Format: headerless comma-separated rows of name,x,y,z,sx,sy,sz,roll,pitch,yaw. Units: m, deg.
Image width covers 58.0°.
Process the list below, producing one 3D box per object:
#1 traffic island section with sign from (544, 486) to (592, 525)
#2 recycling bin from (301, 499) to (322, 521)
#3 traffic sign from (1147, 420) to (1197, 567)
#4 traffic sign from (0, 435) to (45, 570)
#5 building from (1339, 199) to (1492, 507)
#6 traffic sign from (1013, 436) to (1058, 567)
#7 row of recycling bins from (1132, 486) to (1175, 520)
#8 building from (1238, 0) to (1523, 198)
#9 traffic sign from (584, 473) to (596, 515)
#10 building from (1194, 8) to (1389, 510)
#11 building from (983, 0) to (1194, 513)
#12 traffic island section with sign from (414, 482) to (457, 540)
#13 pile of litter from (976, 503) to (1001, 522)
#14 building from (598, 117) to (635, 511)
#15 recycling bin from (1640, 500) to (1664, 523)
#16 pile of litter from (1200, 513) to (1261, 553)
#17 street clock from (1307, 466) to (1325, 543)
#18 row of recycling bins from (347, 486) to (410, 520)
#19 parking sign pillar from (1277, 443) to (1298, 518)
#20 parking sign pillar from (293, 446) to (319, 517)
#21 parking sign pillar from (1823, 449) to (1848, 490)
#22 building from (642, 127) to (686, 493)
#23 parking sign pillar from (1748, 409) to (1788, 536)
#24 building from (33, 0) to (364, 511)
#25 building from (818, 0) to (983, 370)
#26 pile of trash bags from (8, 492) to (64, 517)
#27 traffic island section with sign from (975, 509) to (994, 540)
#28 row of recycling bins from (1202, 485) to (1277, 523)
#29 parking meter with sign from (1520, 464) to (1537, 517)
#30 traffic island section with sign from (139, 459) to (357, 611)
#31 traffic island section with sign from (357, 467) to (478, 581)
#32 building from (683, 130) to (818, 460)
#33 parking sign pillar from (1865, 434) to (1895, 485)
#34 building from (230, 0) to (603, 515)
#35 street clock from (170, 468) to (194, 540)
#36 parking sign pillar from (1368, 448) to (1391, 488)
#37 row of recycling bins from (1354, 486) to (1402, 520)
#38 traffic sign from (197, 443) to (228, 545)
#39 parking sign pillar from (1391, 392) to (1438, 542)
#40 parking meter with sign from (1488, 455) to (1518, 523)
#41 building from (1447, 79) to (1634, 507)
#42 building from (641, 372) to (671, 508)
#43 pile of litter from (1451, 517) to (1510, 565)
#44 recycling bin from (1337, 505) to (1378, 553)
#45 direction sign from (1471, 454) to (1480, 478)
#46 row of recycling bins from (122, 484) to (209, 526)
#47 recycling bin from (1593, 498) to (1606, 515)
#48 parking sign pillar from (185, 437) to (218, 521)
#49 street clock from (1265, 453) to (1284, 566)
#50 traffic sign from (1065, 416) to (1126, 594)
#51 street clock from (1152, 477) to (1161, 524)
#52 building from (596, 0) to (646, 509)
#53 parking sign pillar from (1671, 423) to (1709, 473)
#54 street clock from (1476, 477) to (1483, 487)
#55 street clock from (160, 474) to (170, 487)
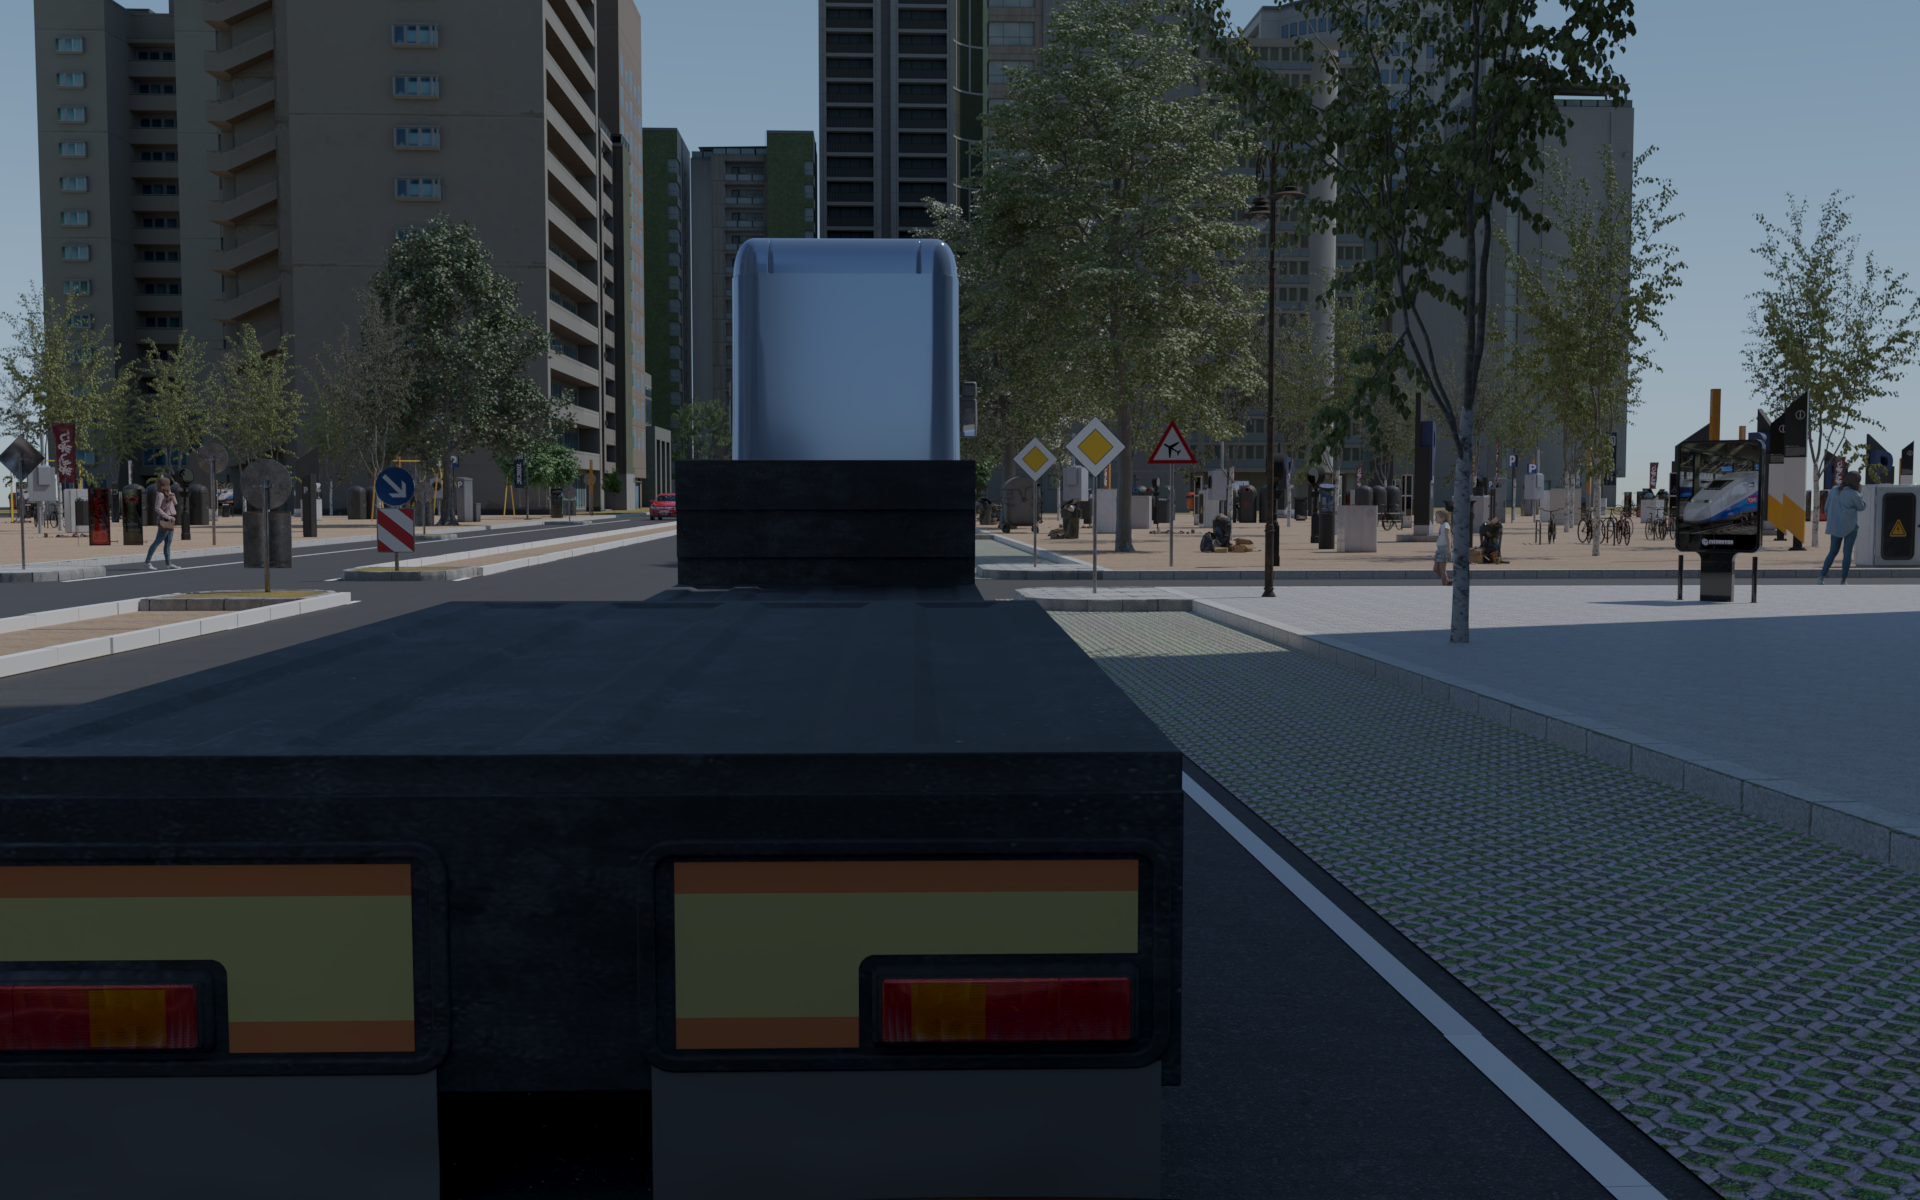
traffic island section with sign,-18.372,-4.449,81.377,1.989,1.847,2.006,0,4,-3
recycling bin,-30.984,-4.293,82.738,0.722,1.027,0.722,1,4,9
traffic sign,3.732,-1.868,30.540,0.884,2.594,0.081,0,4,0
traffic sign,-15.910,-1.574,29.372,0.795,2.450,0.064,0,4,-3
building,43.803,-24.560,173.251,14.107,30.474,14.160,0,4,-3
traffic sign,1.311,-1.628,30.264,0.795,2.450,0.064,0,4,-3
row of recycling bins,9.159,-4.780,85.264,1.069,1.692,3.534,-3,5,-44
building,47.944,-40.464,203.584,28.212,58.520,21.231,0,4,-3
traffic sign,-22.381,-6.396,104.686,0.768,2.556,0.104,0,4,5
building,16.011,-27.579,142.791,32.217,40.220,23.993,0,4,-3
building,8.518,-26.895,123.333,14.154,41.232,14.086,0,4,-3
traffic island section with sign,-16.936,-2.803,54.460,1.989,1.847,2.006,0,4,-3
pile of litter,1.289,-4.075,80.592,1.719,0.858,1.176,-3,5,-45
building,-33.063,-22.079,132.695,14.160,30.474,14.107,0,4,-3
recycling bin,30.463,-3.894,76.218,0.722,1.027,0.722,-3,4,-39
pile of litter,6.017,-1.491,38.343,1.719,0.858,1.176,-2,4,-28
street clock,9.267,-2.479,45.099,0.358,2.002,0.471,-2,4,-27
row of recycling bins,-29.477,-4.949,88.024,1.069,1.692,3.534,2,4,34
parking sign pillar,17.261,-6.310,91.647,1.447,3.967,1.447,2,4,34
parking sign pillar,-36.442,-6.611,96.557,1.447,3.967,1.447,-3,4,-37
parking sign pillar,51.781,-6.968,102.396,1.447,3.967,1.447,1,4,22
building,-37.978,-31.351,196.188,14.086,41.232,14.154,0,4,-3
parking sign pillar,25.060,-4.008,54.006,1.447,3.967,1.447,0,4,-1
building,-71.042,-33.013,163.461,21.600,48.544,21.300,0,4,-3
building,-5.741,-46.617,200.433,20.611,71.187,20.563,0,4,-3
pile of trash bags,-51.290,-5.257,95.700,3.447,1.369,1.912,1,4,22
traffic island section with sign,0.033,-2.831,54.907,1.989,1.847,2.006,0,4,-3
row of recycling bins,12.358,-4.289,77.235,3.534,1.692,1.069,0,4,8
parking meter with sign,32.688,-6.327,99.705,0.543,3.016,1.738,0,4,3
traffic island section with sign,-9.034,-0.850,22.036,2.006,1.907,1.989,0,4,-3
traffic island section with sign,-9.418,-1.303,29.433,2.006,1.907,1.989,0,4,-3
building,-23.246,-31.442,197.669,14.086,41.232,14.154,0,4,-3
parking sign pillar,41.213,-5.451,77.602,1.447,3.967,1.447,-1,4,-20
building,-36.104,-29.965,113.636,21.300,48.544,21.600,0,4,-3
street clock,-21.569,-2.669,48.201,0.358,2.002,0.471,3,4,36
parking sign pillar,23.244,-6.561,95.740,1.447,3.967,1.447,0,4,-5
row of recycling bins,20.769,-4.750,84.776,3.534,1.692,1.069,-2,4,-33
traffic sign,-18.711,-2.647,43.378,0.768,2.556,0.104,0,4,-1
parking sign pillar,12.482,-3.551,46.531,1.447,3.967,1.447,1,4,20
parking meter with sign,23.624,-4.893,76.254,1.738,3.016,0.543,-1,4,-18
building,57.853,-30.035,174.660,14.086,41.232,14.154,0,4,-3
building,-44.389,-51.976,162.472,31.000,86.520,22.319,0,4,-3
pile of litter,9.645,-1.119,32.253,1.176,0.858,1.719,1,4,20
recycling bin,8.773,-1.573,38.267,0.722,1.027,0.722,0,4,-3
direction sign,28.985,-6.446,97.396,0.876,3.537,0.379,-3,5,-45
row of recycling bins,-32.176,-3.864,70.281,1.069,1.692,3.534,2,4,35
recycling bin,38.651,-5.631,104.627,0.722,1.027,0.722,1,4,22
parking sign pillar,-35.942,-5.719,81.971,1.447,3.967,1.447,3,5,40
street clock,5.576,-1.601,30.748,0.358,2.002,0.471,0,4,-2
traffic sign,1.735,-1.141,22.291,0.795,2.450,0.064,0,4,-3
street clock,8.346,-4.226,73.671,0.358,2.002,0.471,2,4,27
building,-34.636,-30.357,146.455,14.600,45.320,14.200,0,4,-3
parking sign pillar,27.676,-4.719,65.630,1.447,3.967,1.447,0,4,-1
street clock,22.554,-4.335,75.446,0.358,2.002,0.471,-1,4,-18
street clock,-28.410,-3.511,61.971,0.358,2.002,0.471,-3,5,-41
